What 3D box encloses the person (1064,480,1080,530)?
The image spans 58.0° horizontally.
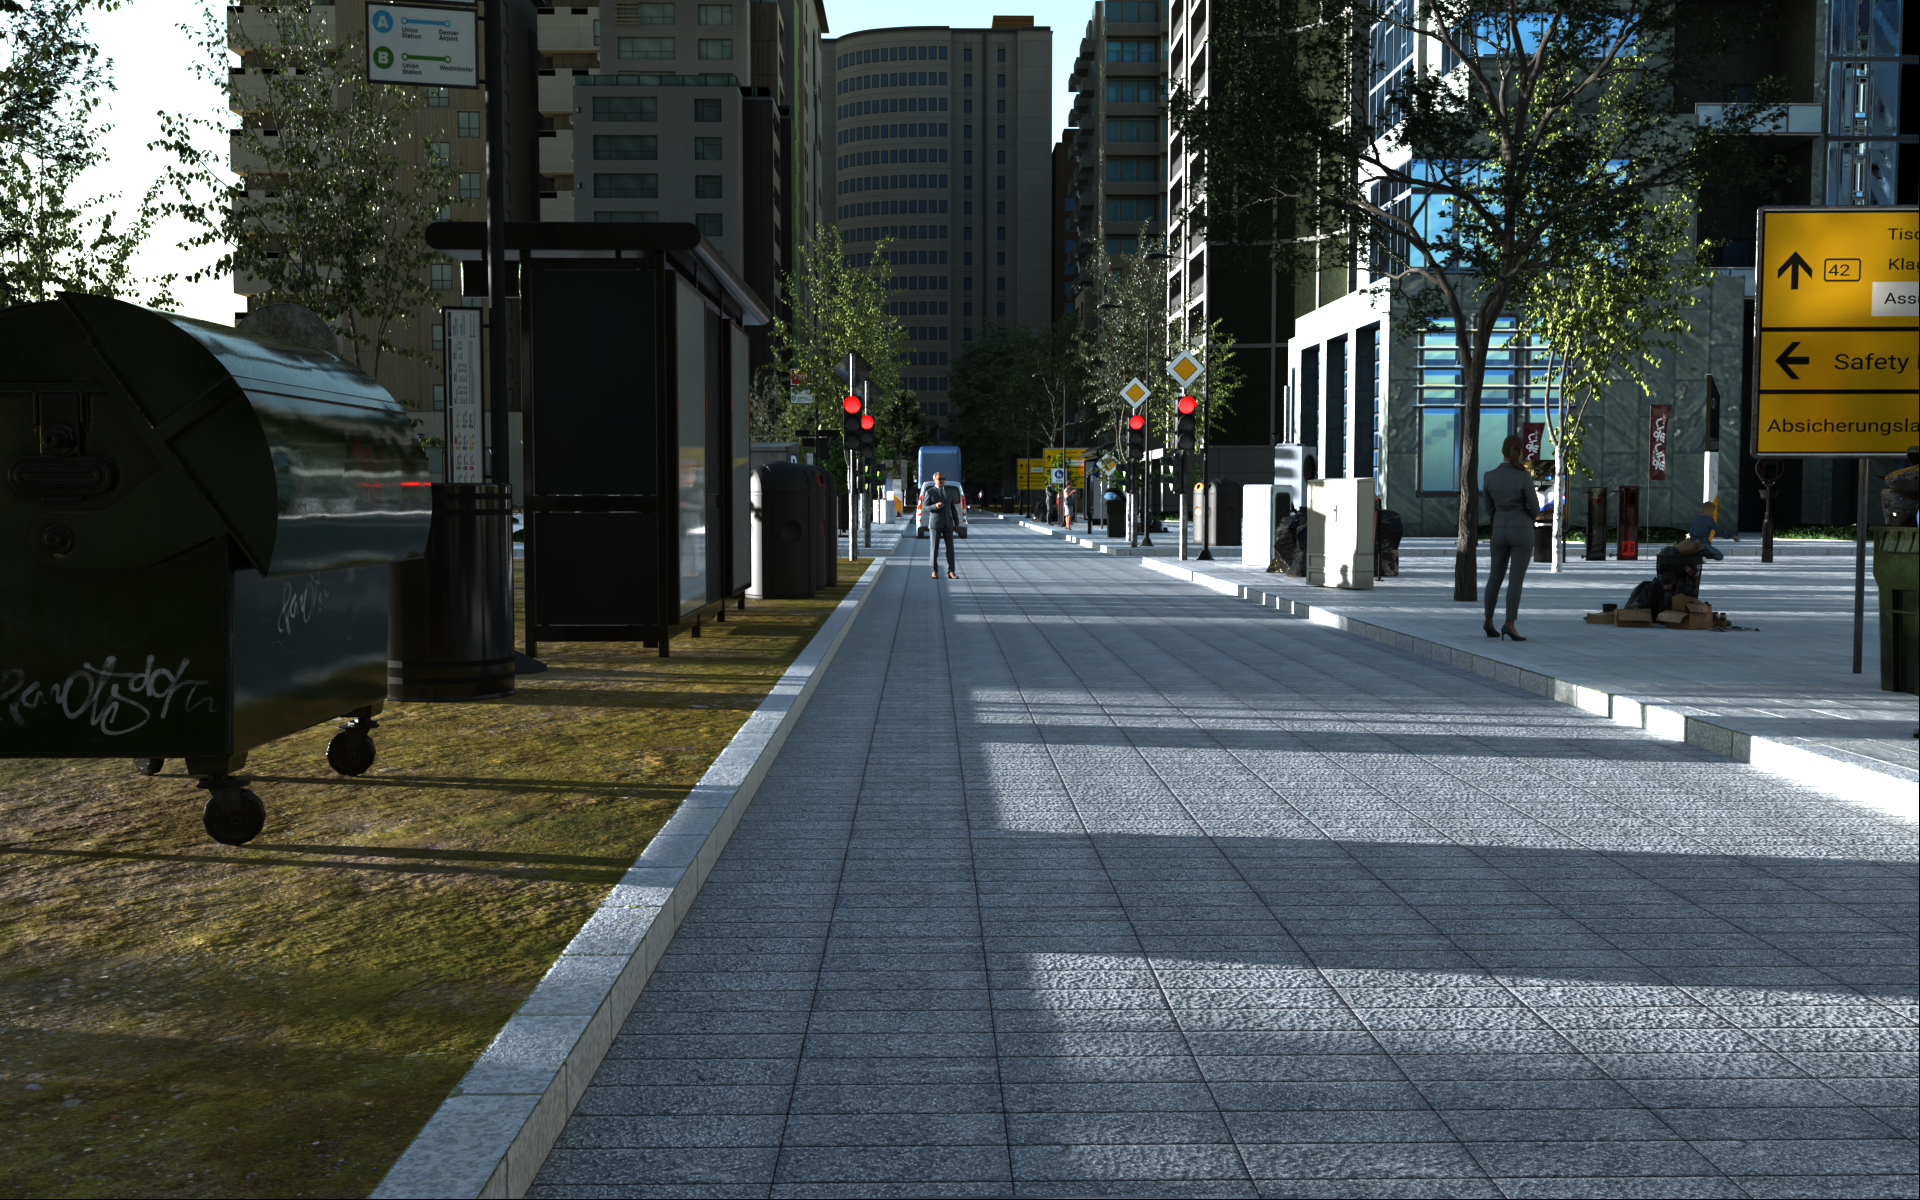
[{"bbox_3d":[3.951,-3.382,61.700,0.532,1.782,0.716,1,4,17],"label":"person"}]

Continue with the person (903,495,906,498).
[{"bbox_3d":[-5.156,-8.454,144.407,1.348,1.807,0.705,-2,4,-24],"label":"person"}]

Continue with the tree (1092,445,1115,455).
[{"bbox_3d":[8.715,-7.755,110.501,4.285,4.588,4.351,0,3,0],"label":"tree"}]

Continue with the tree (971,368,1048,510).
[{"bbox_3d":[3.805,-13.038,138.933,9.928,11.665,9.643,0,3,0],"label":"tree"}]

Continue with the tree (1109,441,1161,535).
[{"bbox_3d":[5.450,-3.635,54.032,1.663,3.219,1.824,0,3,0],"label":"tree"}]

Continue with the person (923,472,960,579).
[{"bbox_3d":[-0.288,-1.261,29.296,0.661,1.801,0.590,-2,4,-25],"label":"person"}]

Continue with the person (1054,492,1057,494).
[{"bbox_3d":[7.074,-7.227,124.215,1.348,1.822,0.705,0,4,-4],"label":"person"}]

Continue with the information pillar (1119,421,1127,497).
[{"bbox_3d":[5.272,-3.921,55.458,0.504,3.616,0.183,-3,4,-37],"label":"information pillar"}]

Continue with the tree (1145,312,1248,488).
[{"bbox_3d":[9.418,-7.285,69.471,4.737,8.622,4.395,0,3,0],"label":"tree"}]

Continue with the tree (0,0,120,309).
[{"bbox_3d":[-14.421,-5.259,20.402,7.601,10.594,8.767,0,4,1],"label":"tree"}]

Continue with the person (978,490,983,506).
[{"bbox_3d":[2.374,-11.449,194.170,0.756,1.711,0.436,2,4,33],"label":"person"}]

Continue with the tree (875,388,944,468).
[{"bbox_3d":[-5.647,-13.310,152.034,7.601,10.594,8.767,2,4,30],"label":"tree"}]

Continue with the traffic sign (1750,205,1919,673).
[{"bbox_3d":[6.753,-1.127,12.294,2.265,3.308,0.079,0,4,2],"label":"traffic sign"}]

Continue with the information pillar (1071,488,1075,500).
[{"bbox_3d":[6.060,-5.479,94.072,0.304,2.012,0.304,-2,4,-32],"label":"information pillar"}]

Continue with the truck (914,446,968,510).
[{"bbox_3d":[-1.029,-6.239,91.766,2.967,4.110,18.799,0,4,-1],"label":"truck"}]

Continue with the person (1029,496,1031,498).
[{"bbox_3d":[5.699,-7.430,127.539,1.348,1.823,0.705,1,4,17],"label":"person"}]

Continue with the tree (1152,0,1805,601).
[{"bbox_3d":[5.846,-5.250,20.243,8.767,10.594,7.601,3,4,37],"label":"tree"}]

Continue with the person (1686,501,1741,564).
[{"bbox_3d":[13.779,-1.254,32.049,0.738,1.151,1.012,-2,4,-26],"label":"person"}]

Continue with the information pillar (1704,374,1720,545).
[{"bbox_3d":[14.786,-2.614,34.090,0.183,3.616,0.504,3,5,44],"label":"information pillar"}]

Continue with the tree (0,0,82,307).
[{"bbox_3d":[-8.669,-3.819,12.797,4.360,8.622,3.978,0,3,0],"label":"tree"}]

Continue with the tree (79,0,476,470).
[{"bbox_3d":[-8.045,-4.393,22.189,4.360,8.622,3.978,0,3,0],"label":"tree"}]

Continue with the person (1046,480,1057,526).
[{"bbox_3d":[3.723,-3.954,70.498,0.447,1.846,0.655,0,4,6],"label":"person"}]

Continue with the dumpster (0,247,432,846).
[{"bbox_3d":[-3.163,-0.277,7.018,1.502,2.255,1.985,0,4,-1],"label":"dumpster"}]

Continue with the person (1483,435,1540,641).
[{"bbox_3d":[4.858,-0.545,15.222,0.520,1.790,0.573,2,4,31],"label":"person"}]

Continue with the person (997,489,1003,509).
[{"bbox_3d":[3.540,-8.366,143.561,1.217,1.736,0.721,-3,5,-41],"label":"person"}]

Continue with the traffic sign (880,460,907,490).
[{"bbox_3d":[-4.246,-6.621,102.119,2.265,3.308,0.079,0,4,7],"label":"traffic sign"}]

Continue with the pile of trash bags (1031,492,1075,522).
[{"bbox_3d":[4.394,-4.252,79.275,1.912,1.369,3.447,0,4,-7],"label":"pile of trash bags"}]

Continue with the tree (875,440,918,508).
[{"bbox_3d":[-4.735,-7.369,104.191,4.285,4.588,4.351,0,3,0],"label":"tree"}]

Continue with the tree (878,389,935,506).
[{"bbox_3d":[-6.273,-16.479,187.557,7.486,12.596,7.792,0,3,0],"label":"tree"}]

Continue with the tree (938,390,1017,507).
[{"bbox_3d":[2.536,-15.691,173.547,9.611,12.733,9.660,0,3,0],"label":"tree"}]

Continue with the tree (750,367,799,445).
[{"bbox_3d":[-11.695,-9.258,101.736,4.360,8.622,3.978,0,3,0],"label":"tree"}]

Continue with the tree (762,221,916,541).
[{"bbox_3d":[-3.030,-5.876,46.429,4.737,8.622,4.395,0,3,0],"label":"tree"}]

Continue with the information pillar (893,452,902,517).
[{"bbox_3d":[-3.498,-6.451,96.820,0.504,3.616,0.183,1,4,18],"label":"information pillar"}]

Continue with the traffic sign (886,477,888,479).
[{"bbox_3d":[-4.327,-5.779,94.213,0.795,2.593,0.064,1,4,9],"label":"traffic sign"}]

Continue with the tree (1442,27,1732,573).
[{"bbox_3d":[10.015,-4.753,28.077,4.737,8.622,4.395,0,3,0],"label":"tree"}]

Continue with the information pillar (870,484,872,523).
[{"bbox_3d":[-4.047,-5.204,76.436,0.183,3.616,0.504,1,4,13],"label":"information pillar"}]

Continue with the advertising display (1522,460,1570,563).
[{"bbox_3d":[10.963,-1.667,32.474,0.123,1.923,0.974,-3,4,-39],"label":"advertising display"}]

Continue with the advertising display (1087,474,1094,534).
[{"bbox_3d":[4.200,-3.100,55.896,0.123,1.923,0.974,1,4,10],"label":"advertising display"}]

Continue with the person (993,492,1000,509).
[{"bbox_3d":[3.066,-8.280,144.660,0.697,1.427,0.421,3,5,39],"label":"person"}]

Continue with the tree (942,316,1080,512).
[{"bbox_3d":[3.489,-13.349,124.910,9.857,13.997,8.962,0,3,0],"label":"tree"}]

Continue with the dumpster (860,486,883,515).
[{"bbox_3d":[-4.656,-5.069,85.375,1.502,2.255,1.985,0,4,-1],"label":"dumpster"}]

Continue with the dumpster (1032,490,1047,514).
[{"bbox_3d":[5.325,-6.568,113.146,1.264,1.857,1.865,0,4,-1],"label":"dumpster"}]

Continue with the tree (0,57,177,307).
[{"bbox_3d":[-16.043,-4.891,30.336,4.737,8.622,4.395,0,3,0],"label":"tree"}]

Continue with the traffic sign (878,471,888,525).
[{"bbox_3d":[-3.399,-4.445,72.781,0.768,2.556,0.104,0,4,1],"label":"traffic sign"}]

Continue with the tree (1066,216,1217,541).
[{"bbox_3d":[4.732,-5.912,47.031,4.360,8.622,3.978,0,3,0],"label":"tree"}]

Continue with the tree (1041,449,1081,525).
[{"bbox_3d":[4.394,-4.805,73.170,1.663,3.219,1.824,0,3,0],"label":"tree"}]

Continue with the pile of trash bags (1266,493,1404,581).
[{"bbox_3d":[5.968,-1.055,27.005,1.912,1.369,3.447,0,4,0],"label":"pile of trash bags"}]

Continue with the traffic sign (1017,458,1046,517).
[{"bbox_3d":[4.374,-6.406,98.605,2.265,3.308,0.079,0,4,0],"label":"traffic sign"}]

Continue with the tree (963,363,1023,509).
[{"bbox_3d":[3.956,-14.128,149.125,7.486,12.596,7.792,0,3,0],"label":"tree"}]

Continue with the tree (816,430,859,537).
[{"bbox_3d":[-3.450,-3.493,51.718,1.663,3.219,1.824,0,3,0],"label":"tree"}]

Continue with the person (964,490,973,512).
[{"bbox_3d":[0.452,-7.867,137.829,1.217,1.736,0.721,-1,4,-16],"label":"person"}]
